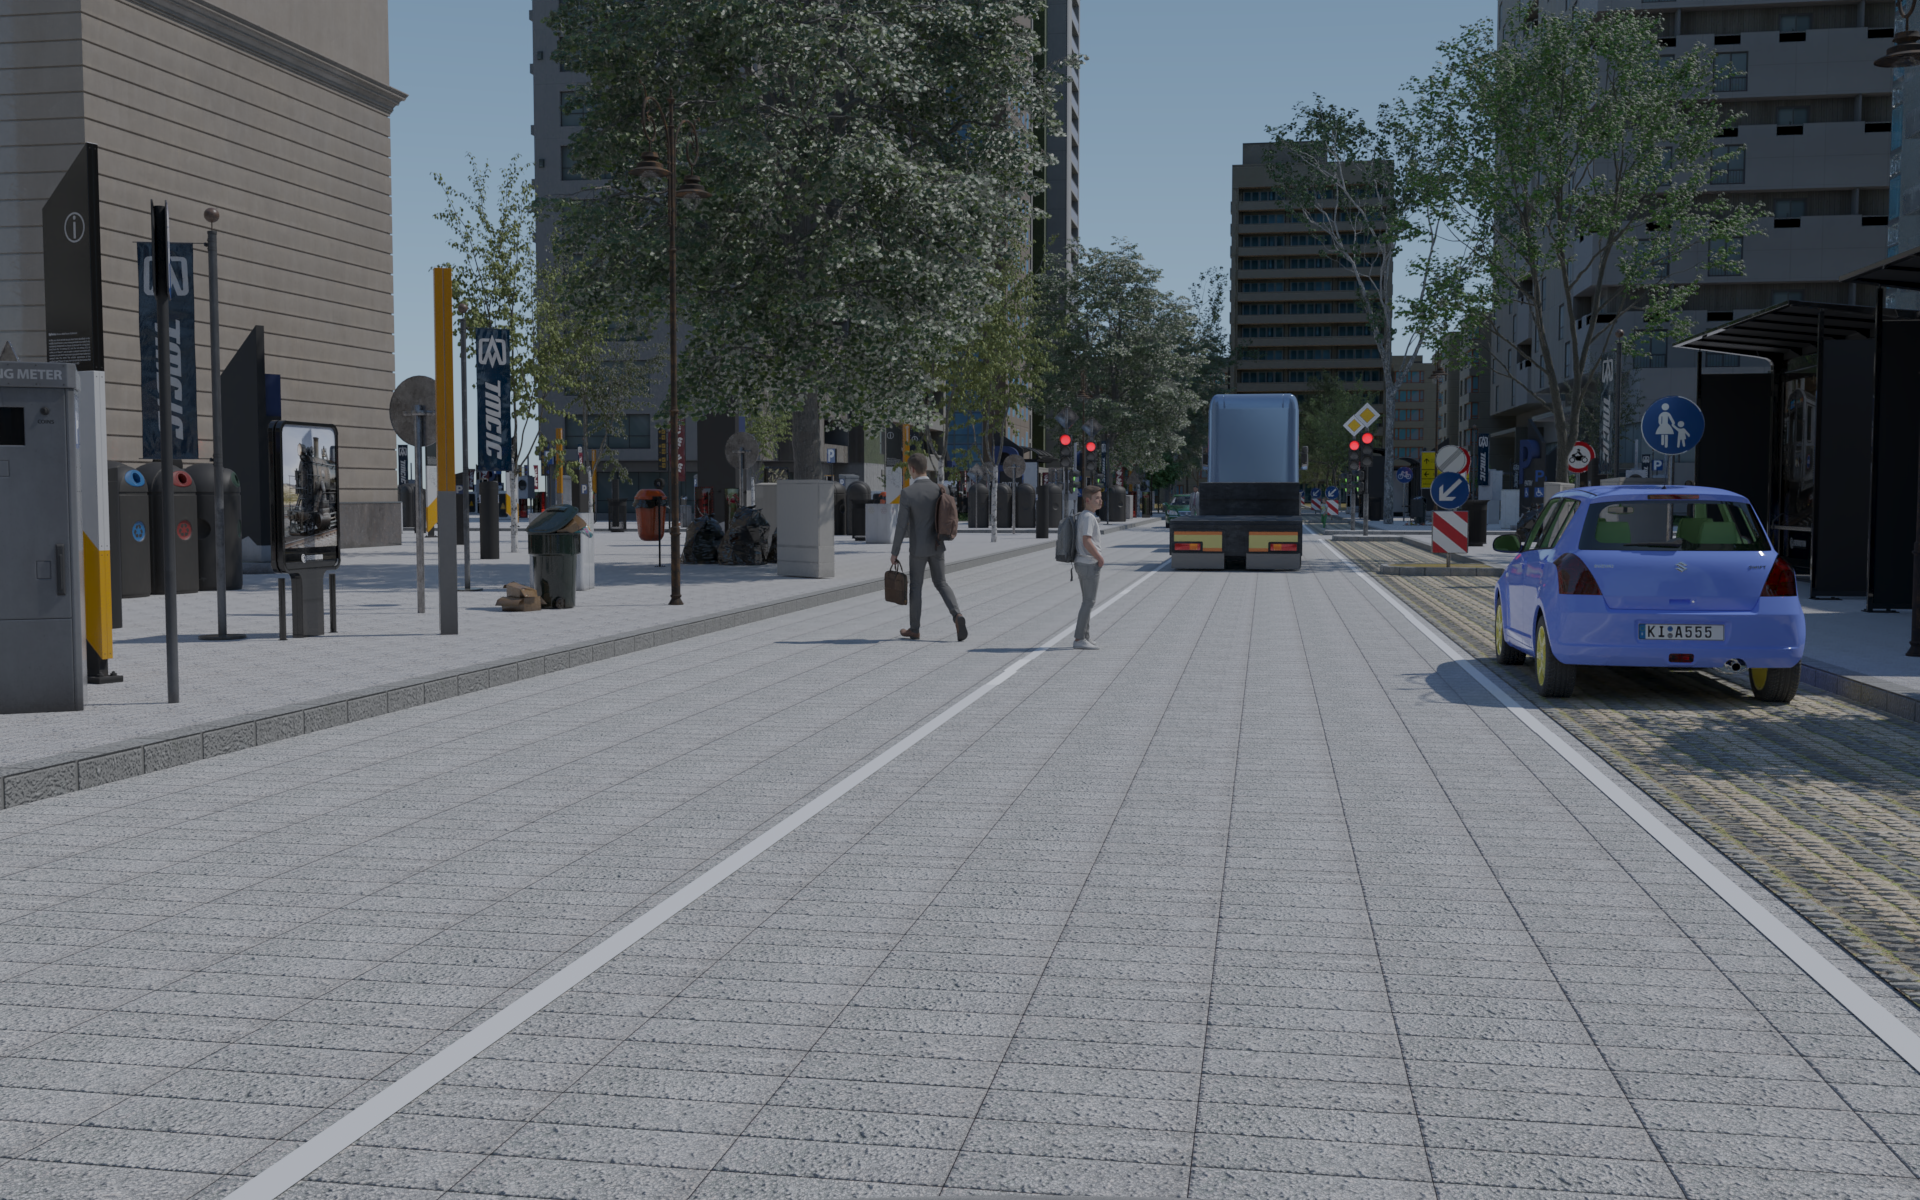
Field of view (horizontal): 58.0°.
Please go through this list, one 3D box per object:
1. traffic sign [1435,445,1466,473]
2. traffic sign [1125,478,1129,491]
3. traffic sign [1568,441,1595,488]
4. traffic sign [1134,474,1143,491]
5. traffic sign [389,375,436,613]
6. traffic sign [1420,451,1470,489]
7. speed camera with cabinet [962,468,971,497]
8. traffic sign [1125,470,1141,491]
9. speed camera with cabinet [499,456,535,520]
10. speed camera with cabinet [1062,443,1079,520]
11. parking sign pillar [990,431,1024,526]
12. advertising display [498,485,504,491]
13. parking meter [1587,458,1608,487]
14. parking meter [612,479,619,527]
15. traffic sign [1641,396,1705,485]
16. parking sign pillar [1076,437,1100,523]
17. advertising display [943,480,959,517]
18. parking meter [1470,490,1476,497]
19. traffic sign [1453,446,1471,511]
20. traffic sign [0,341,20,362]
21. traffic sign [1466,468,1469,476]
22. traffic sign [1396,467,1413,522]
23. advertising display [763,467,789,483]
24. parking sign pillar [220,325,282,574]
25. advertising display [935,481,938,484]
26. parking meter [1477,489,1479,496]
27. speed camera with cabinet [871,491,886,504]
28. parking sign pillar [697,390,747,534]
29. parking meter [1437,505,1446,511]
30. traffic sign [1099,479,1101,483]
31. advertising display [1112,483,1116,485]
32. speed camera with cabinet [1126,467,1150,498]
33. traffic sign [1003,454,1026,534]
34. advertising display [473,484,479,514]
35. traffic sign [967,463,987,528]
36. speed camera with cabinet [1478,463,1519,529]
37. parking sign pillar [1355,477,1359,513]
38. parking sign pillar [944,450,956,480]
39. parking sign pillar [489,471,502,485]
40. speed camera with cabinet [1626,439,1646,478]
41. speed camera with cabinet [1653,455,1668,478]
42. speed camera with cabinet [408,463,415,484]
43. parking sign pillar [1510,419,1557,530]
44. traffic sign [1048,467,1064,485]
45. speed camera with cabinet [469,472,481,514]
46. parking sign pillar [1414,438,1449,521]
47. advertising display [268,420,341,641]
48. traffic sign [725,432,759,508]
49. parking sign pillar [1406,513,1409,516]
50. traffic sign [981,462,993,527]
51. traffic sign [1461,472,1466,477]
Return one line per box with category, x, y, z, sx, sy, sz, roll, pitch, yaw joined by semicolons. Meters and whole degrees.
traffic sign;12.777;-2.757;45.189;0.768;2.556;0.104;1;4;12
traffic sign;13.189;-8.316;136.072;0.768;2.556;0.104;1;4;19
traffic sign;14.856;-2.542;41.667;0.768;2.556;0.104;1;4;15
traffic sign;10.914;-6.544;107.100;0.768;2.556;0.104;1;4;14
traffic sign;-5.811;-1.131;18.604;0.768;2.556;0.104;1;4;18
traffic sign;23.047;-5.408;82.297;2.265;3.308;0.079;1;4;13
speed camera with cabinet;0.417;-8.333;130.587;0.660;3.252;2.038;3;5;45
traffic sign;9.399;-5.749;94.005;0.884;2.594;0.081;1;4;12
speed camera with cabinet;-22.169;-5.626;86.315;2.038;3.252;0.660;2;4;27
speed camera with cabinet;4.289;-4.483;67.635;0.660;3.252;2.038;0;4;2
parking sign pillar;1.904;-4.983;69.947;1.447;3.967;1.447;1;4;12
advertising display;-32.838;-7.195;122.845;0.974;1.923;0.123;1;4;12
parking meter;10.393;-1.380;28.268;0.255;1.863;0.399;1;4;9
parking meter;-13.441;-3.783;67.558;0.255;1.863;0.399;-1;4;-14
traffic sign;9.244;-1.371;22.527;0.768;2.556;0.104;1;4;18
parking sign pillar;5.549;-5.433;77.294;1.447;3.967;1.447;2;4;28
advertising display;-0.419;-4.465;78.219;0.123;1.923;0.974;-3;5;-45
parking meter;35.454;-6.812;119.784;0.372;1.533;0.369;0;3;0
traffic sign;13.192;-2.814;46.123;0.768;2.556;0.104;1;4;11
traffic sign;-8.080;-0.901;14.730;0.884;2.594;0.081;1;4;19
traffic sign;17.741;-3.769;61.729;0.768;2.556;0.104;1;4;15
traffic sign;20.752;-4.942;80.906;0.768;2.556;0.104;1;4;16
advertising display;-4.359;-2.200;41.190;0.123;1.923;0.974;2;4;26
parking sign pillar;-11.593;-2.432;28.239;1.447;3.967;1.447;3;4;38
advertising display;-0.808;-5.109;88.753;0.974;1.923;0.123;-2;4;-31
parking meter;33.371;-6.435;110.930;0.399;1.863;0.255;-1;4;-11
speed camera with cabinet;-3.409;-5.585;85.656;2.038;3.252;0.660;0;4;1
parking sign pillar;-5.970;-3.360;43.406;1.447;3.967;1.447;2;4;35
parking meter;18.439;-3.542;66.327;0.372;1.533;0.369;0;3;0
traffic sign;9.099;-6.803;111.328;0.768;2.556;0.104;1;4;15
advertising display;8.917;-5.861;101.048;0.974;1.923;0.123;1;4;8
speed camera with cabinet;10.925;-7.039;109.424;2.038;3.252;0.660;1;4;14
traffic sign;1.724;-3.385;55.452;0.768;2.556;0.104;1;4;19
advertising display;-31.831;-6.668;114.241;0.123;1.923;0.974;1;4;15
traffic sign;0.616;-3.872;64.496;0.795;2.450;0.064;1;4;20
speed camera with cabinet;20.141;-4.260;63.988;0.660;3.252;2.038;-2;4;-31
parking sign pillar;27.640;-8.061;120.266;1.447;3.967;1.447;1;4;22
parking sign pillar;-0.574;-6.874;100.855;1.447;3.967;1.447;1;4;12
parking sign pillar;-34.177;-8.466;126.893;1.447;3.967;1.447;2;4;34
speed camera with cabinet;23.802;-4.194;62.912;2.038;3.252;0.660;1;4;22
speed camera with cabinet;32.220;-5.290;80.825;0.660;3.252;2.038;-2;4;-25
speed camera with cabinet;-34.886;-7.003;108.832;0.660;3.252;2.038;2;4;32
parking sign pillar;20.338;-4.469;61.537;1.447;3.967;1.447;0;4;-4
traffic sign;3.666;-3.922;66.257;0.606;2.300;0.079;1;4;16
speed camera with cabinet;-30.876;-7.087;110.207;0.660;3.252;2.038;2;4;31
parking sign pillar;22.962;-5.809;83.445;1.447;3.967;1.447;3;5;40
advertising display;-5.872;-0.632;15.555;0.123;1.923;0.974;1;4;9
traffic sign;-4.469;-2.157;35.379;0.768;2.556;0.104;1;4;18
parking sign pillar;26.532;-6.825;100.055;1.447;3.967;1.447;2;4;30
traffic sign;1.125;-4.172;68.316;0.768;2.556;0.104;1;4;11
traffic sign;13.966;-2.860;48.898;0.606;2.300;0.079;1;4;19
